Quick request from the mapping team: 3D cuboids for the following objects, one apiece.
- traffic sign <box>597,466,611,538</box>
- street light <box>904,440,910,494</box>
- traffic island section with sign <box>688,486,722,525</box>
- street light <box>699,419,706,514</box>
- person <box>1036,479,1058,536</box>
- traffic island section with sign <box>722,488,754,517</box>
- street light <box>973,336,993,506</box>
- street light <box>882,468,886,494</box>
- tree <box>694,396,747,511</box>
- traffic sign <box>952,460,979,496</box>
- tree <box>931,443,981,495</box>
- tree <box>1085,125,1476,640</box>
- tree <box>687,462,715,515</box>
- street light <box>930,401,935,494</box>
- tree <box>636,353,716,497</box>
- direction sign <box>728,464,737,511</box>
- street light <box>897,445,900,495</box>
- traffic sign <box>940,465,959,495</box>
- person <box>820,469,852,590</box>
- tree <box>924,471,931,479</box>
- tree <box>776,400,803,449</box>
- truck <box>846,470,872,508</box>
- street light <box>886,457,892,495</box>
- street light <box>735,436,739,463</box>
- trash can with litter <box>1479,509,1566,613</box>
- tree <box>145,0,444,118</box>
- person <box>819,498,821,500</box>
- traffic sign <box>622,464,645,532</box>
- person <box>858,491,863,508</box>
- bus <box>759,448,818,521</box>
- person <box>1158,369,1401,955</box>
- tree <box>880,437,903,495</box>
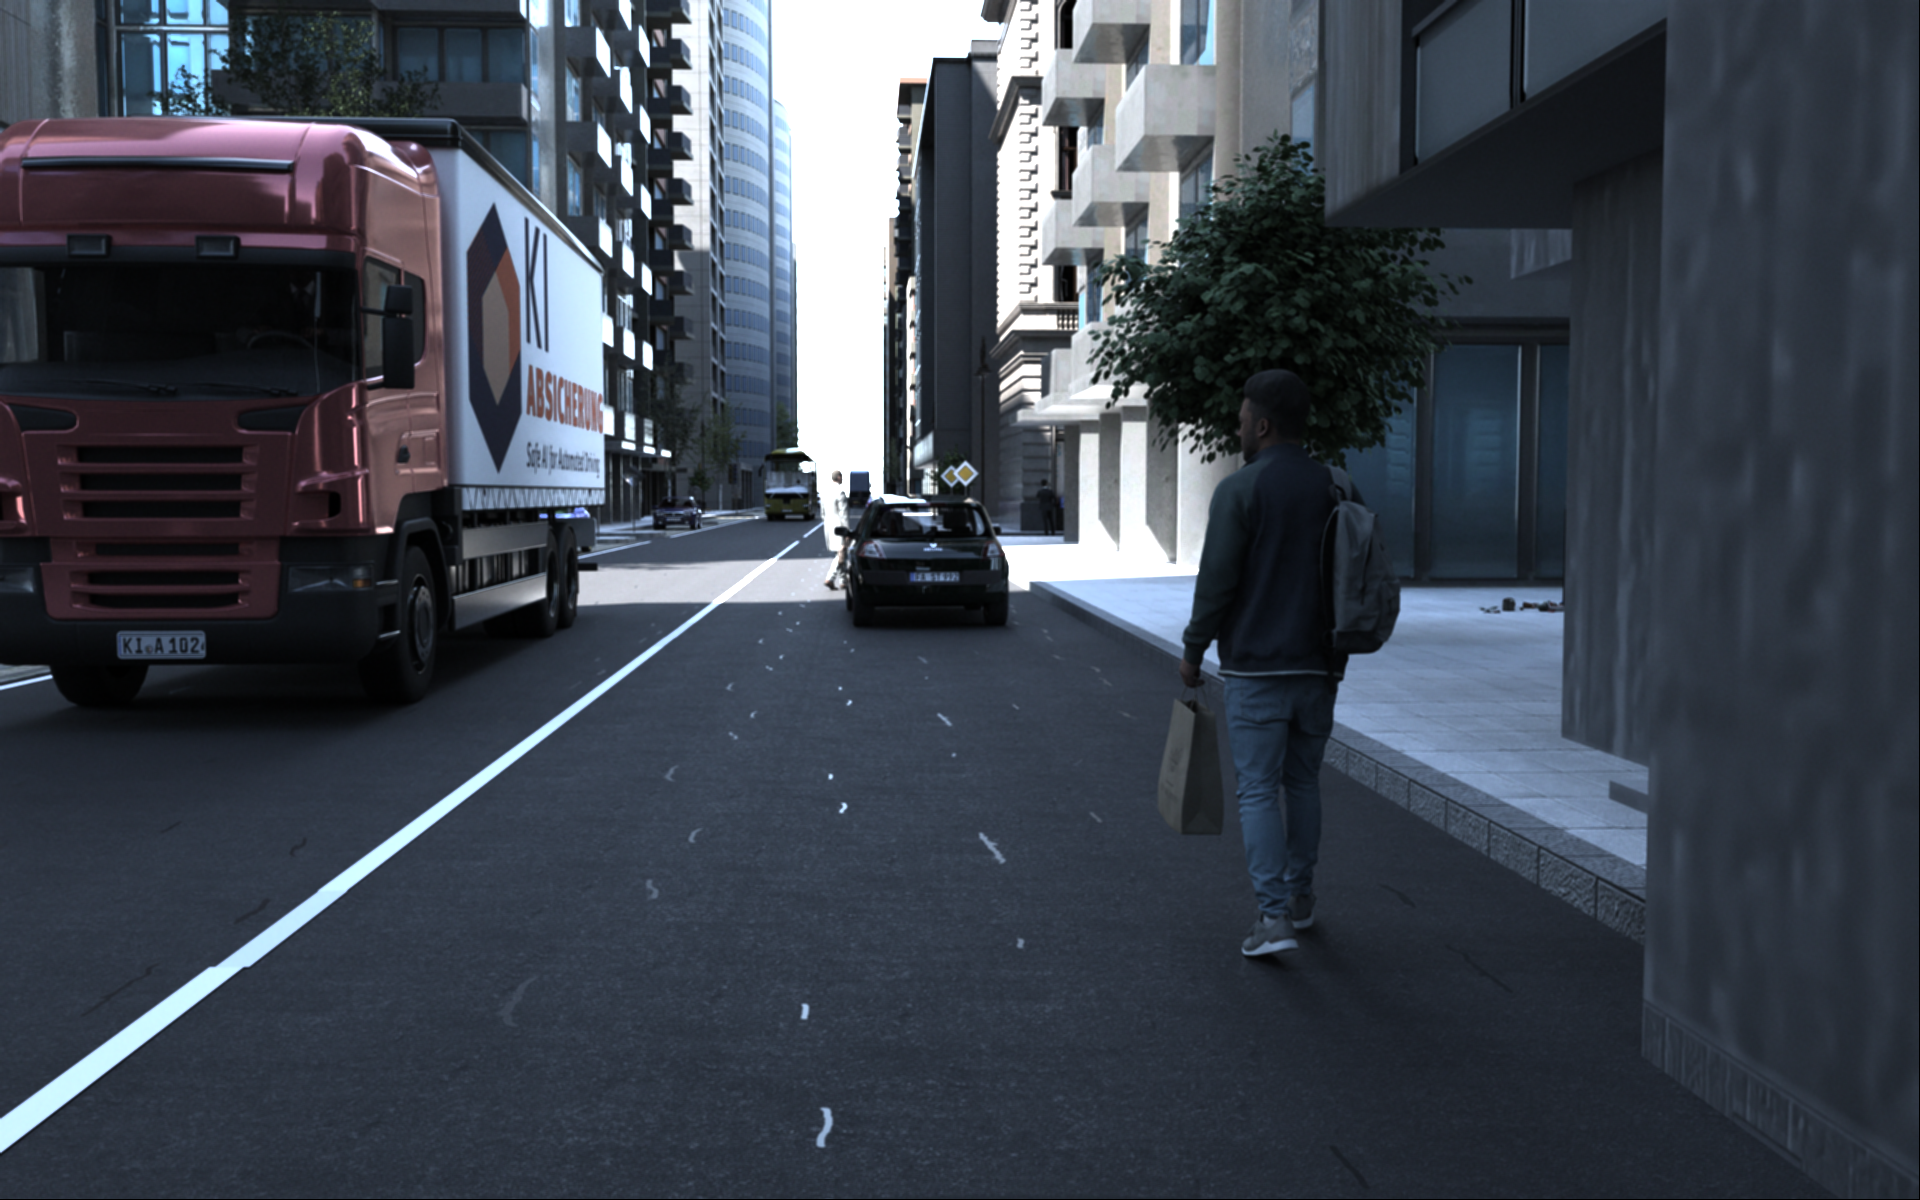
[{"bbox_3d":[-10.566,-2.868,50.537,0.795,2.450,0.064,0,4,-3],"label":"traffic sign"},{"bbox_3d":[-4.089,-9.845,133.761,0.468,5.910,1.993,0,4,-3],"label":"street light"},{"bbox_3d":[-12.293,-4.402,80.594,1.989,1.847,2.006,0,4,-3],"label":"traffic island section with sign"},{"bbox_3d":[-15.850,-8.200,106.854,0.468,5.910,1.993,0,4,-3],"label":"street light"},{"bbox_3d":[2.720,-2.857,54.575,0.648,1.900,0.474,-1,4,-18],"label":"person"},{"bbox_3d":[-13.868,-6.079,108.025,1.989,1.847,2.006,0,4,-3],"label":"traffic island section with sign"},{"bbox_3d":[0.671,-4.764,50.685,0.468,5.910,1.993,0,4,-3],"label":"street light"},{"bbox_3d":[-10.371,-16.572,243.732,0.468,5.910,1.993,0,4,-3],"label":"street light"},{"bbox_3d":[-17.778,-10.885,128.325,4.737,8.622,4.395,0,3,0],"label":"tree"},{"bbox_3d":[0.163,-2.904,51.125,0.795,2.450,0.064,0,4,-3],"label":"traffic sign"},{"bbox_3d":[-0.039,-4.342,65.587,1.663,3.219,1.824,0,3,0],"label":"tree"},{"bbox_3d":[2.901,-1.944,15.504,4.285,4.588,4.351,0,3,0],"label":"tree"},{"bbox_3d":[-15.648,-6.739,104.792,1.663,3.219,1.824,0,3,0],"label":"tree"},{"bbox_3d":[-1.276,-6.908,85.728,0.468,5.910,1.993,0,4,-3],"label":"street light"},{"bbox_3d":[-15.099,-8.615,91.219,4.360,8.622,3.978,0,3,0],"label":"tree"},{"bbox_3d":[-17.317,-8.564,132.010,0.379,3.537,0.876,3,4,37],"label":"direction sign"},{"bbox_3d":[-5.720,-11.553,161.676,0.468,5.910,1.993,0,4,-3],"label":"street light"},{"bbox_3d":[-0.291,-3.392,59.097,0.795,2.450,0.064,0,4,-3],"label":"traffic sign"},{"bbox_3d":[-1.797,-1.064,26.002,0.767,1.812,0.694,-3,5,-40],"label":"person"},{"bbox_3d":[-0.466,-4.791,72.935,1.663,3.219,1.824,0,3,0],"label":"tree"},{"bbox_3d":[-22.576,-17.827,209.592,7.486,12.596,7.792,0,3,0],"label":"tree"},{"bbox_3d":[-10.700,-12.101,187.609,2.967,4.110,18.799,0,4,-5],"label":"truck"},{"bbox_3d":[-8.409,-14.514,210.097,0.468,5.910,1.993,0,4,-3],"label":"street light"},{"bbox_3d":[-17.390,-9.942,135.343,0.468,5.910,1.993,0,4,-3],"label":"street light"},{"bbox_3d":[6.580,-0.506,19.325,2.233,1.210,1.678,-2,4,-26],"label":"trash can with litter"},{"bbox_3d":[-12.494,-5.996,32.444,8.767,10.594,7.601,1,4,15],"label":"tree"},{"bbox_3d":[-11.343,-8.454,146.817,1.348,1.812,0.705,2,4,25],"label":"person"},{"bbox_3d":[-11.019,-3.356,58.509,0.795,2.450,0.064,0,4,-3],"label":"traffic sign"},{"bbox_3d":[-9.930,-10.057,173.454,0.617,1.759,0.750,-1,4,-20],"label":"person"},{"bbox_3d":[-9.418,-6.450,97.006,2.896,3.916,12.252,0,4,-3],"label":"bus"},{"bbox_3d":[0.962,0.184,5.482,0.794,1.824,0.713,0,4,-2],"label":"person"},{"bbox_3d":[-8.013,-16.541,220.802,4.360,8.622,3.978,0,3,0],"label":"tree"}]
